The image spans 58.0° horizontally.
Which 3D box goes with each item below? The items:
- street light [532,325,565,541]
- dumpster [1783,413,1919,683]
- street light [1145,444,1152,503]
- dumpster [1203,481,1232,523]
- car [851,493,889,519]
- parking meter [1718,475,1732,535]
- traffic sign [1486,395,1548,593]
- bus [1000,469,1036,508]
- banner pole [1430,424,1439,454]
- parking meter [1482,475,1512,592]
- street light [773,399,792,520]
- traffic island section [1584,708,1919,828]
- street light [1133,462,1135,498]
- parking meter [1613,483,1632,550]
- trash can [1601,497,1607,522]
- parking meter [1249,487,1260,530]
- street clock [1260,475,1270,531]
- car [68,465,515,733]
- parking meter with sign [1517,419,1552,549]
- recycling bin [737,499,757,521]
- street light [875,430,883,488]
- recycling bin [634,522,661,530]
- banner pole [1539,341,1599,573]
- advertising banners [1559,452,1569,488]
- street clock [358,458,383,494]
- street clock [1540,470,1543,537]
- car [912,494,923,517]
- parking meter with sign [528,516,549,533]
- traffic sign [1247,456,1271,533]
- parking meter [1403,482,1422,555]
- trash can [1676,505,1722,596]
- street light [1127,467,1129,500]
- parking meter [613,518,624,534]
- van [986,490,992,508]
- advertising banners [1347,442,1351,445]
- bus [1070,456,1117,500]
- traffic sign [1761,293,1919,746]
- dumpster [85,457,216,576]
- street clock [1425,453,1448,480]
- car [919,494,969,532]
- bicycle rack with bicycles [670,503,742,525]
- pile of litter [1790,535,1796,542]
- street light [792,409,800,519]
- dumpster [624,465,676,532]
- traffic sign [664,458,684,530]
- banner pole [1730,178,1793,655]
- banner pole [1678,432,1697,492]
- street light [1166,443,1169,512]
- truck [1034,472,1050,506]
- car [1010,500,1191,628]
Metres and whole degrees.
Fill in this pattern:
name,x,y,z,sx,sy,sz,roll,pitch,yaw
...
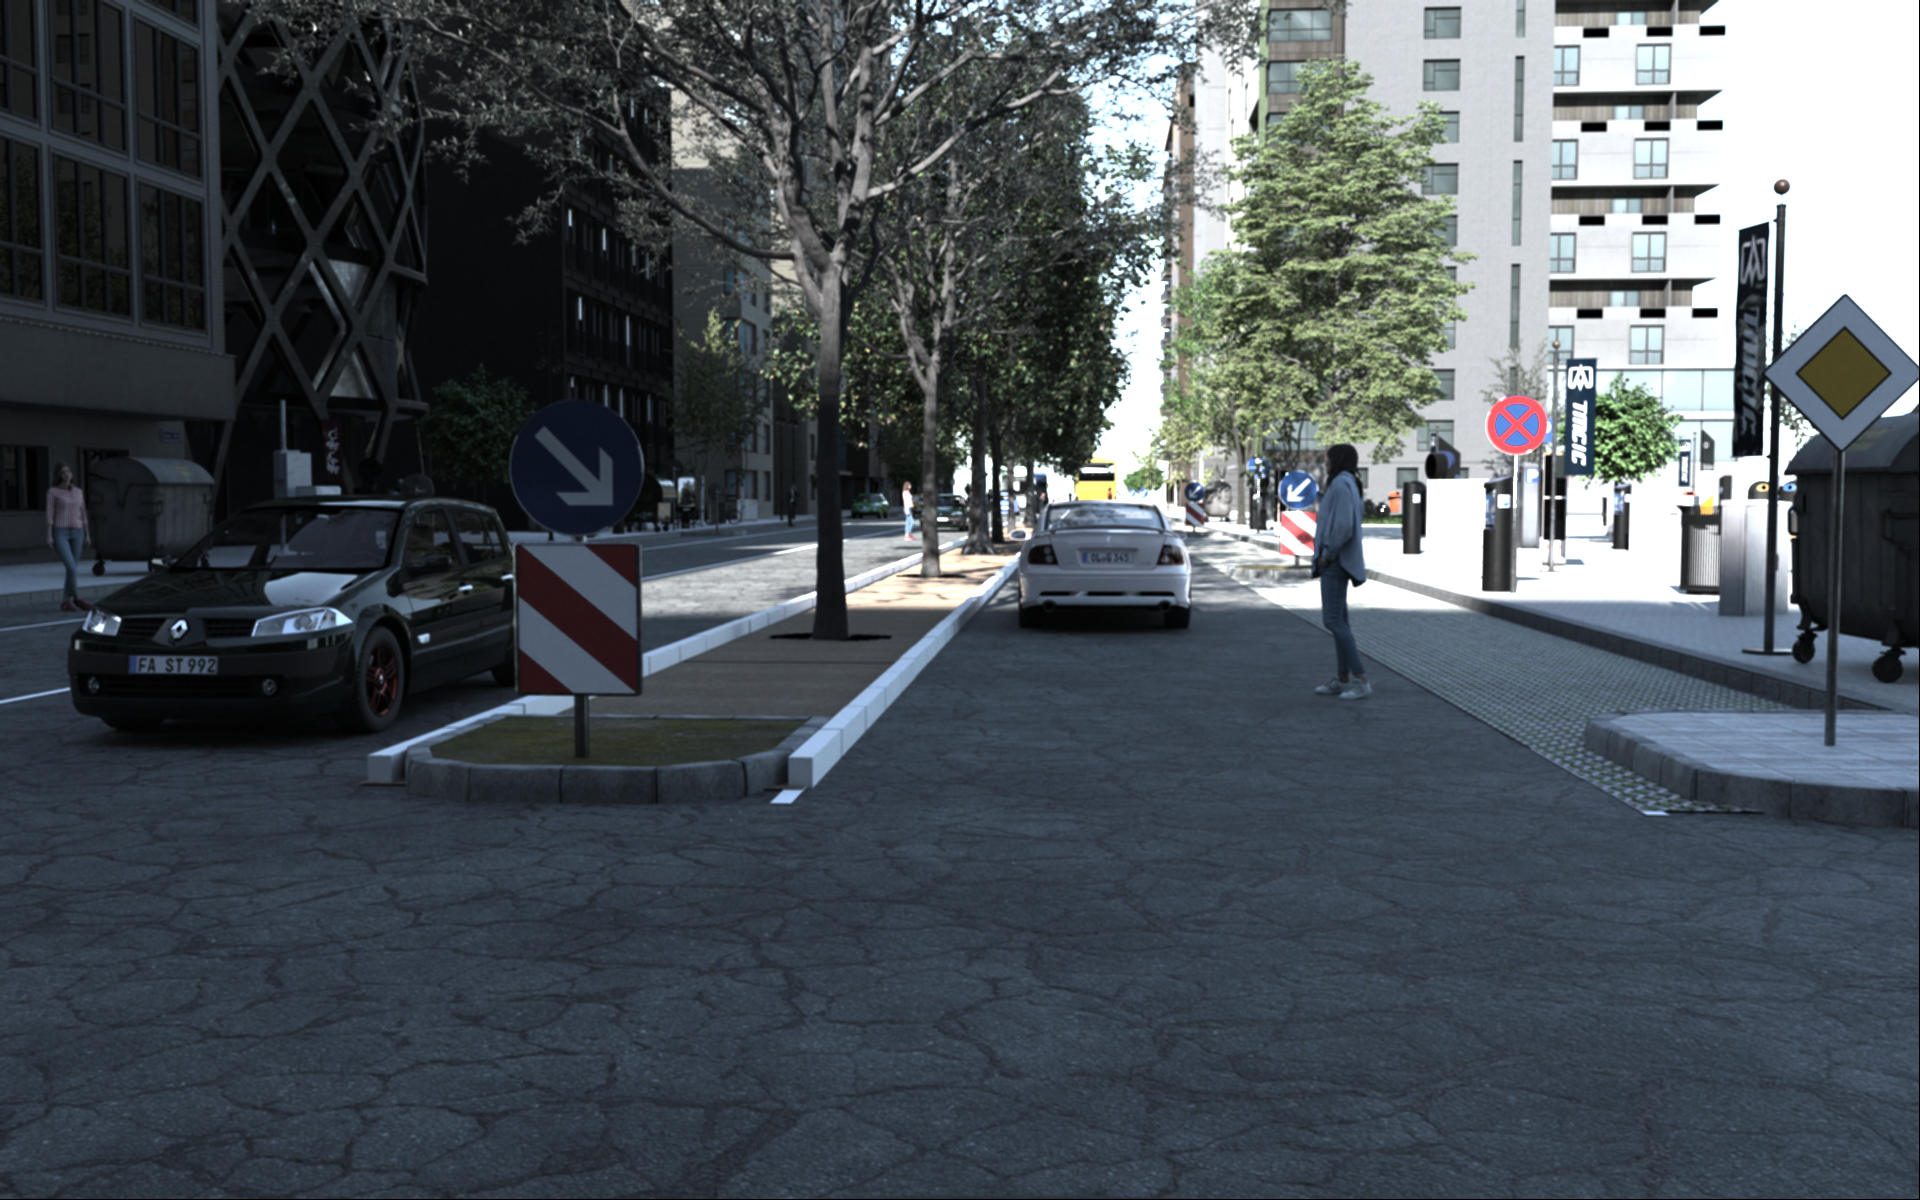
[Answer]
name,x,y,z,sx,sy,sz,roll,pitch,yaw
street light,-11.264,-4.572,47.536,0.468,5.910,1.993,0,4,4
dumpster,6.860,-0.404,12.361,1.264,1.857,1.865,0,4,4
street light,17.392,-11.336,158.139,0.468,5.910,1.993,0,4,4
dumpster,11.664,-4.444,78.421,1.264,1.857,1.865,0,4,4
car,-5.261,-5.661,101.357,1.959,1.807,4.718,0,4,5
parking meter,23.838,-2.952,53.979,0.255,1.863,0.399,0,4,0
traffic sign,7.165,-1.361,22.352,0.768,2.556,0.104,1,4,11
bus,5.060,-9.415,148.789,2.948,3.499,13.247,0,4,4
banner pole,17.145,-4.440,62.616,0.401,3.779,0.863,0,4,-6
parking meter,7.071,-0.879,22.789,0.372,1.533,0.369,0,3,0
street light,-8.685,-6.810,84.129,0.468,5.910,1.993,0,4,4
traffic island section,4.462,0.821,8.853,2.009,0.180,2.903,0,4,4
street light,20.685,-14.258,205.902,0.468,5.910,1.993,0,4,4
parking meter,15.295,-1.932,40.004,0.372,1.533,0.369,0,3,0
trash can,28.765,-3.975,76.652,0.748,1.137,0.748,0,3,0
parking meter,10.610,-3.298,62.333,0.372,1.533,0.369,0,3,0
street clock,10.658,-3.441,60.822,0.358,2.002,0.471,-1,4,-17
car,-4.189,-0.116,11.679,2.009,1.686,4.222,0,4,5
parking meter with sign,13.439,-2.731,40.908,0.543,3.016,1.738,0,4,1
recycling bin,-10.048,-4.236,81.814,0.722,1.027,0.722,-2,4,-35
street light,-5.783,-9.285,124.601,0.468,5.910,1.993,0,4,4
recycling bin,-11.104,-2.994,61.504,0.722,1.027,0.722,3,5,39
banner pole,9.934,-2.339,28.255,0.863,3.779,0.401,2,4,25
advertising banners,24.180,-4.609,71.552,2.074,3.025,0.090,2,4,31
street clock,-11.815,-1.845,34.735,0.471,2.002,0.358,-1,4,-18
street clock,17.253,-2.862,51.357,0.358,2.002,0.471,-1,4,-17
car,-2.335,-5.916,106.956,2.015,1.641,3.980,0,4,4
parking meter with sign,-14.222,-3.792,58.268,0.543,3.016,1.738,-2,4,-34
traffic sign,9.790,-3.466,56.782,0.768,2.556,0.104,1,4,9
parking meter,9.608,-1.736,36.803,0.372,1.533,0.369,0,3,0
trash can,9.508,-0.637,22.065,0.748,1.137,0.748,0,3,0
street light,23.508,-16.495,242.474,0.468,5.910,1.993,0,4,4
parking meter,-11.022,-2.903,55.867,0.372,1.533,0.369,0,3,0
van,3.432,-10.379,176.702,2.013,2.044,4.112,0,4,6
advertising banners,13.402,-3.845,59.058,0.090,3.025,2.074,2,4,25
bus,8.647,-7.371,112.068,2.896,3.916,12.252,0,4,3
traffic sign,4.438,-0.314,8.777,0.795,2.450,0.064,0,4,4
dumpster,-12.937,-1.342,27.707,1.264,1.857,1.865,0,4,4
street clock,8.492,-1.610,30.901,0.358,2.002,0.471,-1,4,-10
car,-0.531,-3.501,67.028,2.009,1.686,4.222,0,4,5
bicycle rack with bicycles,-10.836,-3.623,72.617,2.925,0.926,2.852,0,4,6
pile of litter,21.934,-1.996,46.600,1.719,0.858,1.176,0,4,1
street light,-8.397,-7.009,87.393,0.468,5.910,1.993,0,4,4
dumpster,-10.558,-3.432,58.611,1.502,2.255,1.985,0,4,4
traffic sign,-10.149,-3.750,61.411,0.768,2.556,0.104,1,4,11
banner pole,6.501,-1.472,14.082,0.401,3.779,0.863,0,4,-5
banner pole,29.311,-4.874,69.705,0.401,3.779,0.863,-3,5,-41
street light,14.627,-9.099,121.563,0.468,5.910,1.993,0,4,4
truck,9.893,-13.940,217.676,2.967,4.110,18.799,0,4,4
car,1.610,-0.466,19.978,2.083,1.381,4.827,0,4,3
